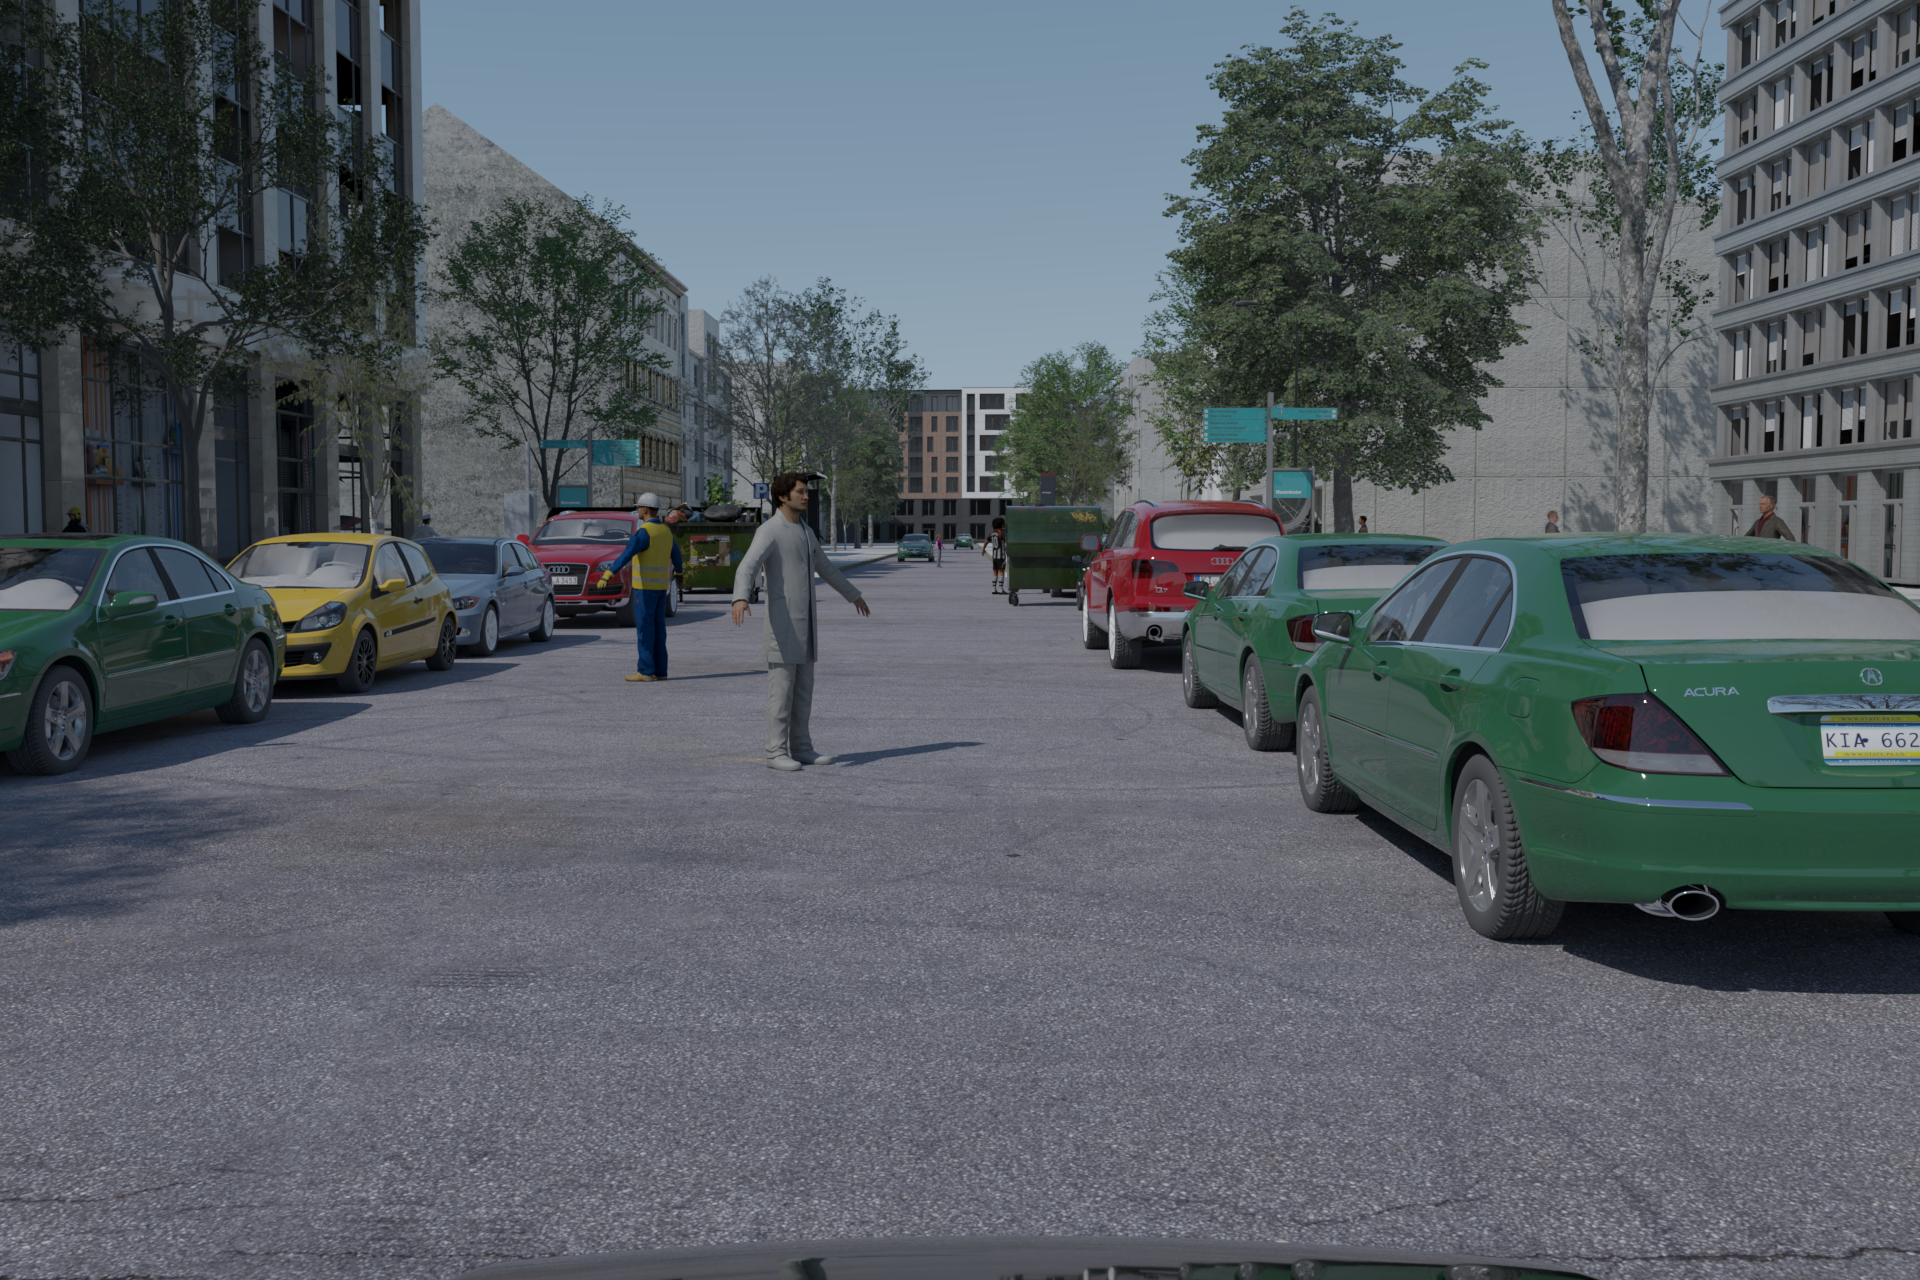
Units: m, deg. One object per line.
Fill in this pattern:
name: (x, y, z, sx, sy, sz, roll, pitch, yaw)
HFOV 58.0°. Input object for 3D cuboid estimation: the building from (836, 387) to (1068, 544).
building: (-0.749, -24.884, 253.279, 32.646, 21.610, 27.936, 0, 4, 5)

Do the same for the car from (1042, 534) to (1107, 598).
car: (2.928, -1.758, 40.542, 2.131, 1.459, 4.920, 0, 4, -1)

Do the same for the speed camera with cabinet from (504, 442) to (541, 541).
speed camera with cabinet: (-9.448, -2.662, 37.860, 0.660, 3.252, 2.038, 0, 4, -1)

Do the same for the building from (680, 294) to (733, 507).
building: (-28.508, -16.523, 136.610, 16.747, 18.905, 31.486, 0, 4, 0)

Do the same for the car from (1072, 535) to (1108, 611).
car: (3.060, -1.308, 31.178, 2.009, 1.686, 4.222, 0, 4, -1)

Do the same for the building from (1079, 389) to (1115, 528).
building: (24.190, -24.289, 228.050, 19.493, 23.208, 18.063, 0, 3, 0)

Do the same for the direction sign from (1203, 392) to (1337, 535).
direction sign: (5.843, -2.654, 32.159, 2.525, 3.948, 1.411, 0, 4, 0)

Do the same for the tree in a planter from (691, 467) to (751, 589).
tree in a planter: (-6.418, -2.989, 46.087, 1.991, 3.239, 1.994, 0, 4, 1)

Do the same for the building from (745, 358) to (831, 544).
building: (-26.451, -24.154, 225.846, 19.493, 23.208, 18.063, 0, 4, 1)

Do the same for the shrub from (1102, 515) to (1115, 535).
shrub: (6.320, -4.211, 72.892, 1.661, 2.075, 1.752, 0, 3, 0)

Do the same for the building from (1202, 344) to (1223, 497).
building: (23.624, -16.798, 131.065, 16.016, 20.090, 11.380, 0, 4, 1)

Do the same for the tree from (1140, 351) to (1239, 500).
tree: (9.078, -7.158, 67.394, 4.737, 8.622, 4.395, 0, 3, 0)

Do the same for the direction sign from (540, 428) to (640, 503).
direction sign: (-9.324, -3.396, 44.281, 2.525, 3.948, 1.411, 0, 4, 0)

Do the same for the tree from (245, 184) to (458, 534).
tree: (-12.242, -5.266, 36.468, 4.360, 8.622, 3.978, 0, 3, 0)

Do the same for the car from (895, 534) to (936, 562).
car: (-2.269, -4.785, 90.034, 2.131, 1.459, 4.920, 0, 4, 1)

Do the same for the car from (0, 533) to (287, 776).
car: (-6.233, 0.001, 11.780, 2.131, 1.459, 4.920, 0, 3, 0)

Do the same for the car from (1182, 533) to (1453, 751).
car: (2.806, -0.066, 12.882, 2.131, 1.459, 4.920, 0, 4, -1)

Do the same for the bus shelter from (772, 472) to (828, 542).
bus shelter: (-6.290, -4.725, 68.543, 1.731, 3.624, 6.357, 0, 4, 0)

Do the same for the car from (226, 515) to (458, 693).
car: (-6.200, -0.402, 16.800, 2.015, 1.641, 3.980, 0, 4, 0)

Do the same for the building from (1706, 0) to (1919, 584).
building: (26.412, -12.023, 43.256, 8.464, 21.280, 15.925, 0, 4, 1)

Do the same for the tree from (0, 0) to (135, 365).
tree: (-12.304, -5.087, 17.580, 7.601, 10.594, 8.767, -2, 4, -26)

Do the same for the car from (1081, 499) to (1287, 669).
car: (2.586, -0.689, 19.939, 2.281, 1.827, 5.304, 0, 4, -1)

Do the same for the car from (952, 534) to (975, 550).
car: (0.338, -9.045, 159.689, 2.131, 1.459, 4.920, 0, 3, 0)

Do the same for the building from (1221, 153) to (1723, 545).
building: (24.108, -13.628, 89.269, 16.747, 18.905, 31.486, 0, 4, 1)

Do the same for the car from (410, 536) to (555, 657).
car: (-6.337, -0.598, 21.781, 2.014, 1.417, 4.499, 0, 4, 0)

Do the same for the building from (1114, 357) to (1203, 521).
building: (25.817, -19.261, 181.377, 16.747, 18.905, 31.486, 0, 4, 1)

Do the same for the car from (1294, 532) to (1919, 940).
car: (2.728, 0.259, 7.558, 2.131, 1.459, 4.920, 0, 4, -1)

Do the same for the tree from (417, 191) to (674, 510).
tree: (-12.640, -7.800, 53.287, 9.928, 11.665, 9.643, 0, 3, 0)

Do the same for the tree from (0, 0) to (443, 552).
tree: (-11.925, -5.680, 27.284, 8.767, 10.594, 7.601, 1, 4, 11)

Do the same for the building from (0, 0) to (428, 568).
building: (-31.709, -17.231, 47.957, 22.709, 31.103, 35.509, 0, 4, 1)

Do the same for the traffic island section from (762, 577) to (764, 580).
traffic island section: (-6.379, -1.972, 55.111, 1.991, 0.108, 1.994, 0, 4, 0)

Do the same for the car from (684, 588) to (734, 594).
car: (-6.226, -1.993, 42.812, 2.015, 1.641, 3.980, 0, 3, 0)

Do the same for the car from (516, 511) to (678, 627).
car: (-5.946, -1.205, 28.369, 2.281, 1.827, 5.304, 0, 4, 1)

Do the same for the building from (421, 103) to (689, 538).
building: (-26.544, -16.325, 97.849, 19.493, 23.208, 18.063, 0, 4, 1)

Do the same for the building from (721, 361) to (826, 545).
building: (-24.424, -19.976, 193.061, 16.747, 18.905, 31.486, 0, 4, -1)
